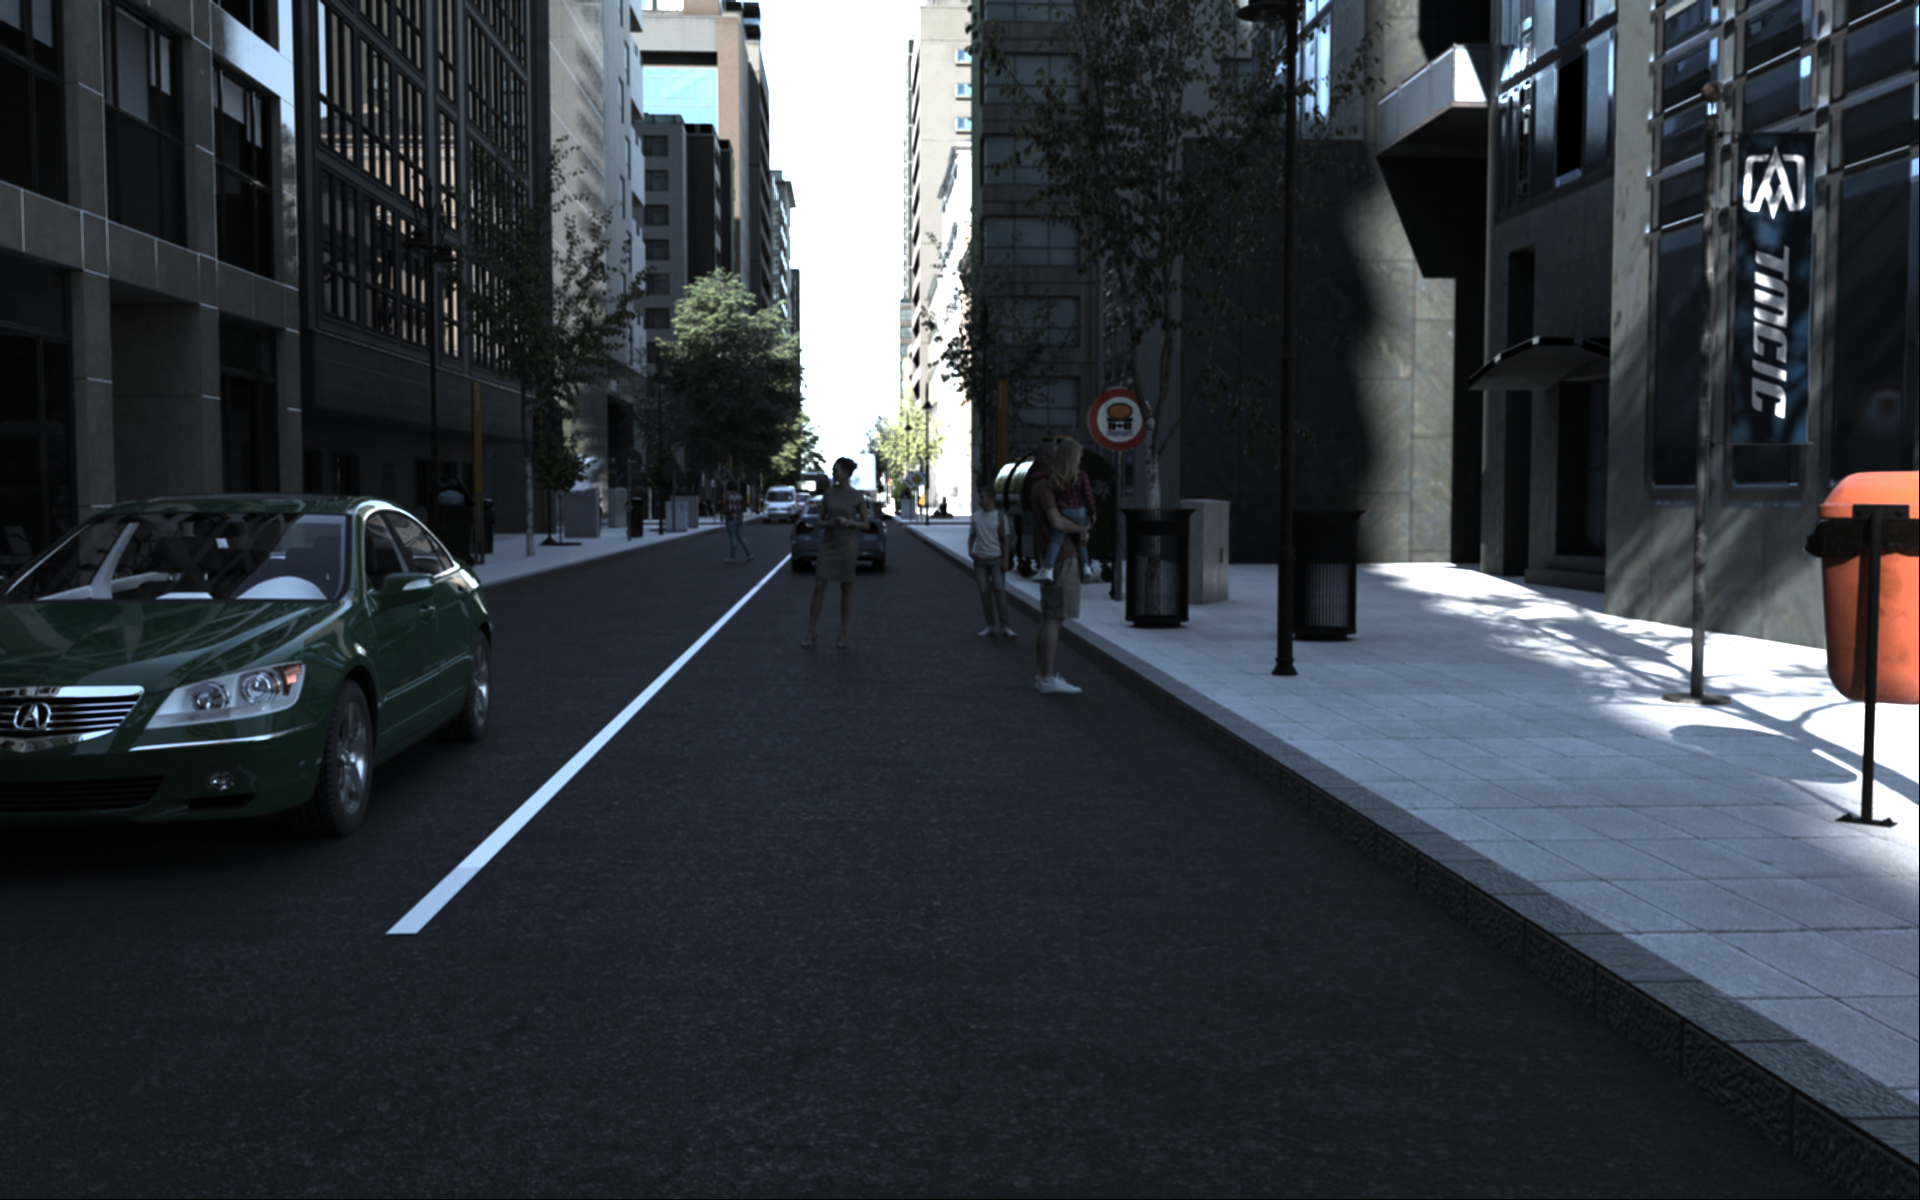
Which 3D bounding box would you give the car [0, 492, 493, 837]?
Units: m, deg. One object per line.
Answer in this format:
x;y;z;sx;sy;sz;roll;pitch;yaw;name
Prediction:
-3.575;0.191;8.676;2.131;1.459;4.920;0;4;-5;car

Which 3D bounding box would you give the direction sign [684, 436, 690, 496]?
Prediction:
-10.626;-4.620;67.526;0.379;3.537;0.876;-1;4;-23;direction sign

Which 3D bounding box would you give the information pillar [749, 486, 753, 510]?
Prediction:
-17.010;-8.372;141.370;0.304;2.012;0.304;0;4;0;information pillar

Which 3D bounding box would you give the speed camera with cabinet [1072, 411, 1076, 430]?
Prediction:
2.105;-2.862;41.133;2.038;3.252;0.660;-1;4;-14;speed camera with cabinet

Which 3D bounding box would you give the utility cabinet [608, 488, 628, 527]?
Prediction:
-13.080;-3.523;66.285;0.318;1.500;1.173;1;4;12;utility cabinet

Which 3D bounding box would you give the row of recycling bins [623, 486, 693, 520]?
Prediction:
-15.124;-4.932;87.750;3.534;1.692;1.069;-3;5;-43;row of recycling bins

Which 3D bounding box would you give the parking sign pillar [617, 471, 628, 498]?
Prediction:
-23.514;-8.000;119.270;1.447;3.967;1.447;0;4;6;parking sign pillar

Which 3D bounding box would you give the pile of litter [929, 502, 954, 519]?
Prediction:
-0.849;-4.722;91.165;1.719;0.858;1.176;1;4;20;pile of litter

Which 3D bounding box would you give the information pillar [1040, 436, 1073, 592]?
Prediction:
1.225;-1.072;22.019;0.304;2.012;0.304;-2;4;-33;information pillar

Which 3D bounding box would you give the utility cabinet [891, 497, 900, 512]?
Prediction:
-4.311;-6.763;121.734;1.020;1.237;0.306;1;4;14;utility cabinet

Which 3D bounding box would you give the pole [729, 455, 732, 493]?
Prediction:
-12.099;-5.969;91.435;0.158;3.312;0.155;0;3;0;pole

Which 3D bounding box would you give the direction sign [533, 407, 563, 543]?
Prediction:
-10.778;-3.265;45.381;0.379;3.537;0.876;3;5;44;direction sign

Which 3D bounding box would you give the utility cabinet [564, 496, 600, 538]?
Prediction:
-11.148;-2.442;51.080;1.020;1.237;0.306;1;4;14;utility cabinet

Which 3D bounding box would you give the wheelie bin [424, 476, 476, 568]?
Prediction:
-8.731;-1.331;29.670;0.693;1.594;0.980;-3;5;-42;wheelie bin

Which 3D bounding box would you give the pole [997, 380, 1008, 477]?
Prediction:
0.764;-2.281;31.132;0.158;3.312;0.155;0;3;0;pole

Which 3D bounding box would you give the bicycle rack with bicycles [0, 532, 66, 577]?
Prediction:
-7.726;-0.201;16.670;2.925;0.926;2.852;2;4;31;bicycle rack with bicycles

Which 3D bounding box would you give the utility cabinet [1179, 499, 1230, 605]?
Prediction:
2.908;-0.572;20.517;0.306;1.237;1.020;2;4;26;utility cabinet

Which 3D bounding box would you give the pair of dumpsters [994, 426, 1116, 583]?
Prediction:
1.482;-1.502;27.057;1.574;2.255;4.437;0;4;-4;pair of dumpsters

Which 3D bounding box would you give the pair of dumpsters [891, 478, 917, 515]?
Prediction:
-3.348;-6.288;105.296;1.574;2.255;4.437;0;4;-4;pair of dumpsters

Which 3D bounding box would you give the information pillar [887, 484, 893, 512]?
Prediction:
-5.132;-7.513;127.322;0.304;2.012;0.304;-3;5;-41;information pillar

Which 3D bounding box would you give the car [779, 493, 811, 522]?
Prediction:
-8.466;-4.972;90.325;2.155;1.783;4.494;0;4;-2;car

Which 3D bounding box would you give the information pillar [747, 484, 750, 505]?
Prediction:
-17.507;-9.358;144.365;0.504;3.616;0.183;2;4;29;information pillar

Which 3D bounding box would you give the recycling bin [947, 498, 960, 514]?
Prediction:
-0.418;-6.120;112.611;0.722;1.027;0.722;1;4;10;recycling bin

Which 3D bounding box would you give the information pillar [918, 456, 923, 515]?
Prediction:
-2.385;-7.064;106.859;0.183;3.616;0.504;-2;4;-27;information pillar

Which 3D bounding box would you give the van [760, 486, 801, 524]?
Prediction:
-8.835;-4.800;85.490;2.013;2.044;4.112;0;4;-3;van

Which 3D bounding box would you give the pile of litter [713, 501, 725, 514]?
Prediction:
-15.157;-5.854;109.685;1.719;0.858;1.176;0;4;6;pile of litter

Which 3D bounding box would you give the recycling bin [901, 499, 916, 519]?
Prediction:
-2.686;-4.758;90.349;0.722;1.027;0.722;0;4;6;recycling bin

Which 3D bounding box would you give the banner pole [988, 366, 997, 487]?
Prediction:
0.653;-2.703;34.217;0.401;3.779;0.863;1;4;12;banner pole

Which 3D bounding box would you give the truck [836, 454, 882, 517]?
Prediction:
-6.472;-7.437;111.349;2.967;4.110;18.799;0;4;-4;truck

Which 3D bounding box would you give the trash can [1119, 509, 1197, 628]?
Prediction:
1.906;-0.310;16.728;0.748;1.137;0.748;0;3;0;trash can

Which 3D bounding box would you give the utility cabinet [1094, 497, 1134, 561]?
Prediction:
2.979;-1.374;33.635;0.306;1.237;1.020;3;4;37;utility cabinet

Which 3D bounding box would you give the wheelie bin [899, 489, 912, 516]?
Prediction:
-3.074;-5.538;98.450;0.693;1.594;0.980;-1;4;-19;wheelie bin

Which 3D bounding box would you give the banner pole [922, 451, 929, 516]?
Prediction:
-2.002;-6.833;101.732;0.401;3.779;0.863;2;4;27;banner pole

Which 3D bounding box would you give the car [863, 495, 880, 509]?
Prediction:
-3.750;-2.830;58.061;2.131;1.459;4.920;0;4;-3;car

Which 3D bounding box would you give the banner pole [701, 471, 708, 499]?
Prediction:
-16.491;-7.453;111.870;0.401;3.779;0.863;2;4;28;banner pole

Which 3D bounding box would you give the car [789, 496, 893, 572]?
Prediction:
-2.301;-1.304;33.318;2.014;1.417;4.499;0;4;-2;car

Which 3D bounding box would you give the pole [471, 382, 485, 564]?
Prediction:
-8.797;-2.309;31.588;0.158;3.312;0.155;0;3;0;pole

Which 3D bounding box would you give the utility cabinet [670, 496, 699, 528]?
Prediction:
-10.408;-3.322;65.469;1.020;1.237;0.306;0;4;4;utility cabinet

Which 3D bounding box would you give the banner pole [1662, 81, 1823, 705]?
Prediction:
4.795;-1.259;10.606;0.863;3.779;0.401;0;4;2;banner pole

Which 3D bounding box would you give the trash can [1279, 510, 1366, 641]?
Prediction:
3.189;-0.222;15.279;0.748;1.137;0.748;0;3;0;trash can

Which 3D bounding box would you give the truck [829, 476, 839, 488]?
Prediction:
-19.835;-17.123;269.718;2.967;4.110;18.799;0;4;-4;truck

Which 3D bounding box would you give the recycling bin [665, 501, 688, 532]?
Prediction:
-9.615;-2.825;58.749;0.722;1.027;0.722;0;4;-6;recycling bin
